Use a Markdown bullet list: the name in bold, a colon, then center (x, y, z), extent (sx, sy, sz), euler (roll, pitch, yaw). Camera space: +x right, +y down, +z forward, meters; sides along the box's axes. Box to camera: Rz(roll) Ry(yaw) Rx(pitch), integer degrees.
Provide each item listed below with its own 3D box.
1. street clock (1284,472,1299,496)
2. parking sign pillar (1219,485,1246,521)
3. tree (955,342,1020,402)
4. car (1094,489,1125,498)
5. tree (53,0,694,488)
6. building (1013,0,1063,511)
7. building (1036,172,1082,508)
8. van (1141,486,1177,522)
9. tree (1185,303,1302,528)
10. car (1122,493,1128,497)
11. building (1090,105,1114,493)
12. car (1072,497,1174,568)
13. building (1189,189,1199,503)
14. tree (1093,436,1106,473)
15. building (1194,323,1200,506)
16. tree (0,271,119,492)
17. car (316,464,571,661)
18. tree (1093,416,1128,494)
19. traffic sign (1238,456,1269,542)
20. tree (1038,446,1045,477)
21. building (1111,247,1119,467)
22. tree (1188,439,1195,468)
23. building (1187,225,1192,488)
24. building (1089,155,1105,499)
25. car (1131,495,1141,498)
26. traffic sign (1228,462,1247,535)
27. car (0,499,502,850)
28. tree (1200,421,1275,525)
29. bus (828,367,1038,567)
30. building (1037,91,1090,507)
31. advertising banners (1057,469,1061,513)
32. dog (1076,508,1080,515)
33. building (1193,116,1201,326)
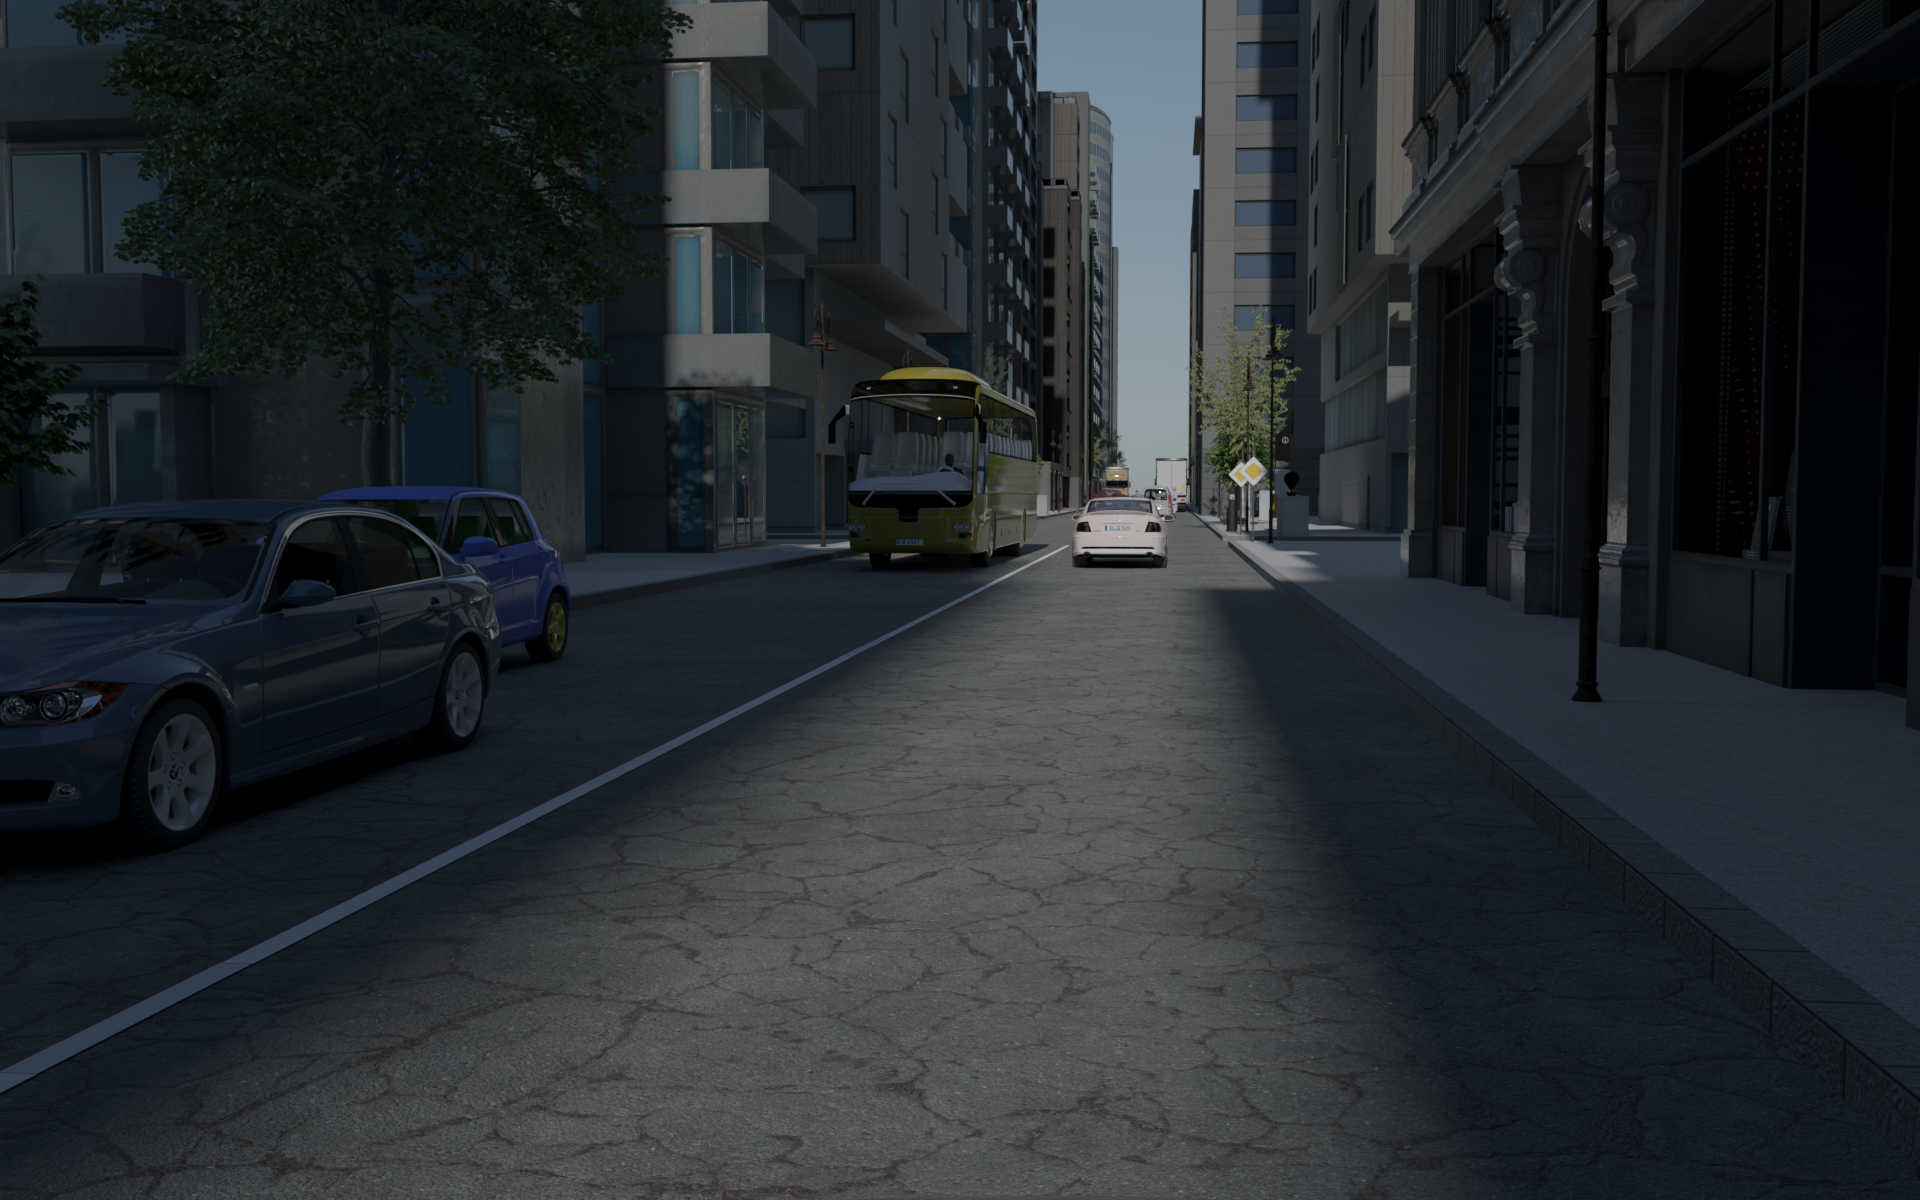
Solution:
- **street clock**: center (10.744, -3.156, 56.165), extent (0.471, 2.002, 0.358), euler (0, 4, 0)
- **parking sign pillar**: center (12.978, -5.699, 81.644), extent (1.447, 3.967, 1.447), euler (1, 4, 18)
- **tree**: center (0.909, -8.231, 84.935), extent (4.360, 8.622, 3.978), euler (0, 3, 0)
- **car**: center (10.966, -7.224, 126.777), extent (2.281, 1.827, 5.304), euler (0, 4, 7)
- **tree**: center (-6.795, -6.265, 20.561), extent (7.486, 12.596, 7.792), euler (0, 3, 0)
- **building**: center (-2.084, -42.918, 139.958), extent (20.563, 71.187, 20.611), euler (0, 4, 7)
- **building**: center (3.733, -23.636, 158.150), extent (14.160, 30.474, 14.107), euler (0, 4, 7)
- **van**: center (10.157, -5.043, 89.457), extent (2.013, 2.044, 4.112), euler (1, 4, 8)
- **tree**: center (10.792, -7.076, 66.062), extent (4.737, 8.622, 4.395), euler (0, 3, 0)
- **car**: center (13.270, -8.287, 144.525), extent (2.155, 1.783, 4.494), euler (1, 4, 8)
- **building**: center (11.667, -43.794, 258.029), extent (21.231, 58.520, 28.212), euler (0, 4, 7)
- **car**: center (3.279, -1.390, 35.083), extent (2.083, 1.381, 4.827), euler (0, 4, 7)
- **building**: center (45.368, -38.865, 259.136), extent (21.300, 48.544, 21.600), euler (0, 4, 7)
- **tree**: center (14.308, -15.015, 195.863), extent (4.737, 8.622, 4.395), euler (0, 3, 0)
- **building**: center (39.626, -20.992, 188.253), extent (27.650, 21.520, 28.899), euler (0, 4, 7)
- **tree**: center (-7.184, -1.120, 12.917), extent (1.663, 3.219, 1.824), euler (0, 3, 0)
- **car**: center (-4.424, -0.249, 13.669), extent (1.945, 1.707, 3.694), euler (0, 4, 7)
- **tree**: center (16.768, -16.675, 207.053), extent (7.601, 10.594, 8.767), euler (-2, 4, -29)
- **traffic sign**: center (7.794, -2.593, 46.041), extent (0.795, 2.450, 0.064), euler (0, 4, 7)
- **tree**: center (2.989, -6.746, 94.012), extent (4.285, 4.588, 4.351), euler (0, 3, 0)
- **building**: center (18.184, -36.421, 279.074), extent (14.154, 41.232, 14.086), euler (0, 4, 7)
- **tree**: center (29.632, -16.012, 212.154), extent (4.360, 8.622, 3.978), euler (0, 3, 0)
- **building**: center (43.870, -38.430, 278.435), extent (14.600, 45.320, 14.200), euler (0, 4, 7)
- **building**: center (6.962, -37.250, 228.644), extent (23.786, 49.044, 30.456), euler (0, 4, 7)
- **car**: center (28.614, -16.546, 283.114), extent (1.945, 1.354, 3.894), euler (1, 4, 9)
- **traffic sign**: center (8.756, -3.078, 53.968), extent (0.795, 2.450, 0.064), euler (0, 4, 7)
- **car**: center (-3.795, 0.209, 8.578), extent (2.014, 1.417, 4.499), euler (0, 4, 8)
- **tree**: center (11.874, -5.493, 73.522), extent (4.285, 4.588, 4.351), euler (0, 3, 0)
- **bus**: center (-0.137, -2.795, 37.242), extent (2.896, 3.916, 12.252), euler (0, 4, 8)
- **building**: center (5.505, -29.859, 171.781), extent (14.154, 41.232, 14.086), euler (0, 4, 7)
- **advertising banners**: center (6.927, -7.630, 120.940), extent (0.090, 3.025, 2.074), euler (1, 4, 9)
- **dog**: center (8.053, -6.049, 118.185), extent (0.406, 0.507, 0.540), euler (-2, 4, -28)
- **building**: center (45.904, -39.437, 234.037), extent (28.713, 52.752, 27.495), euler (0, 4, 7)
